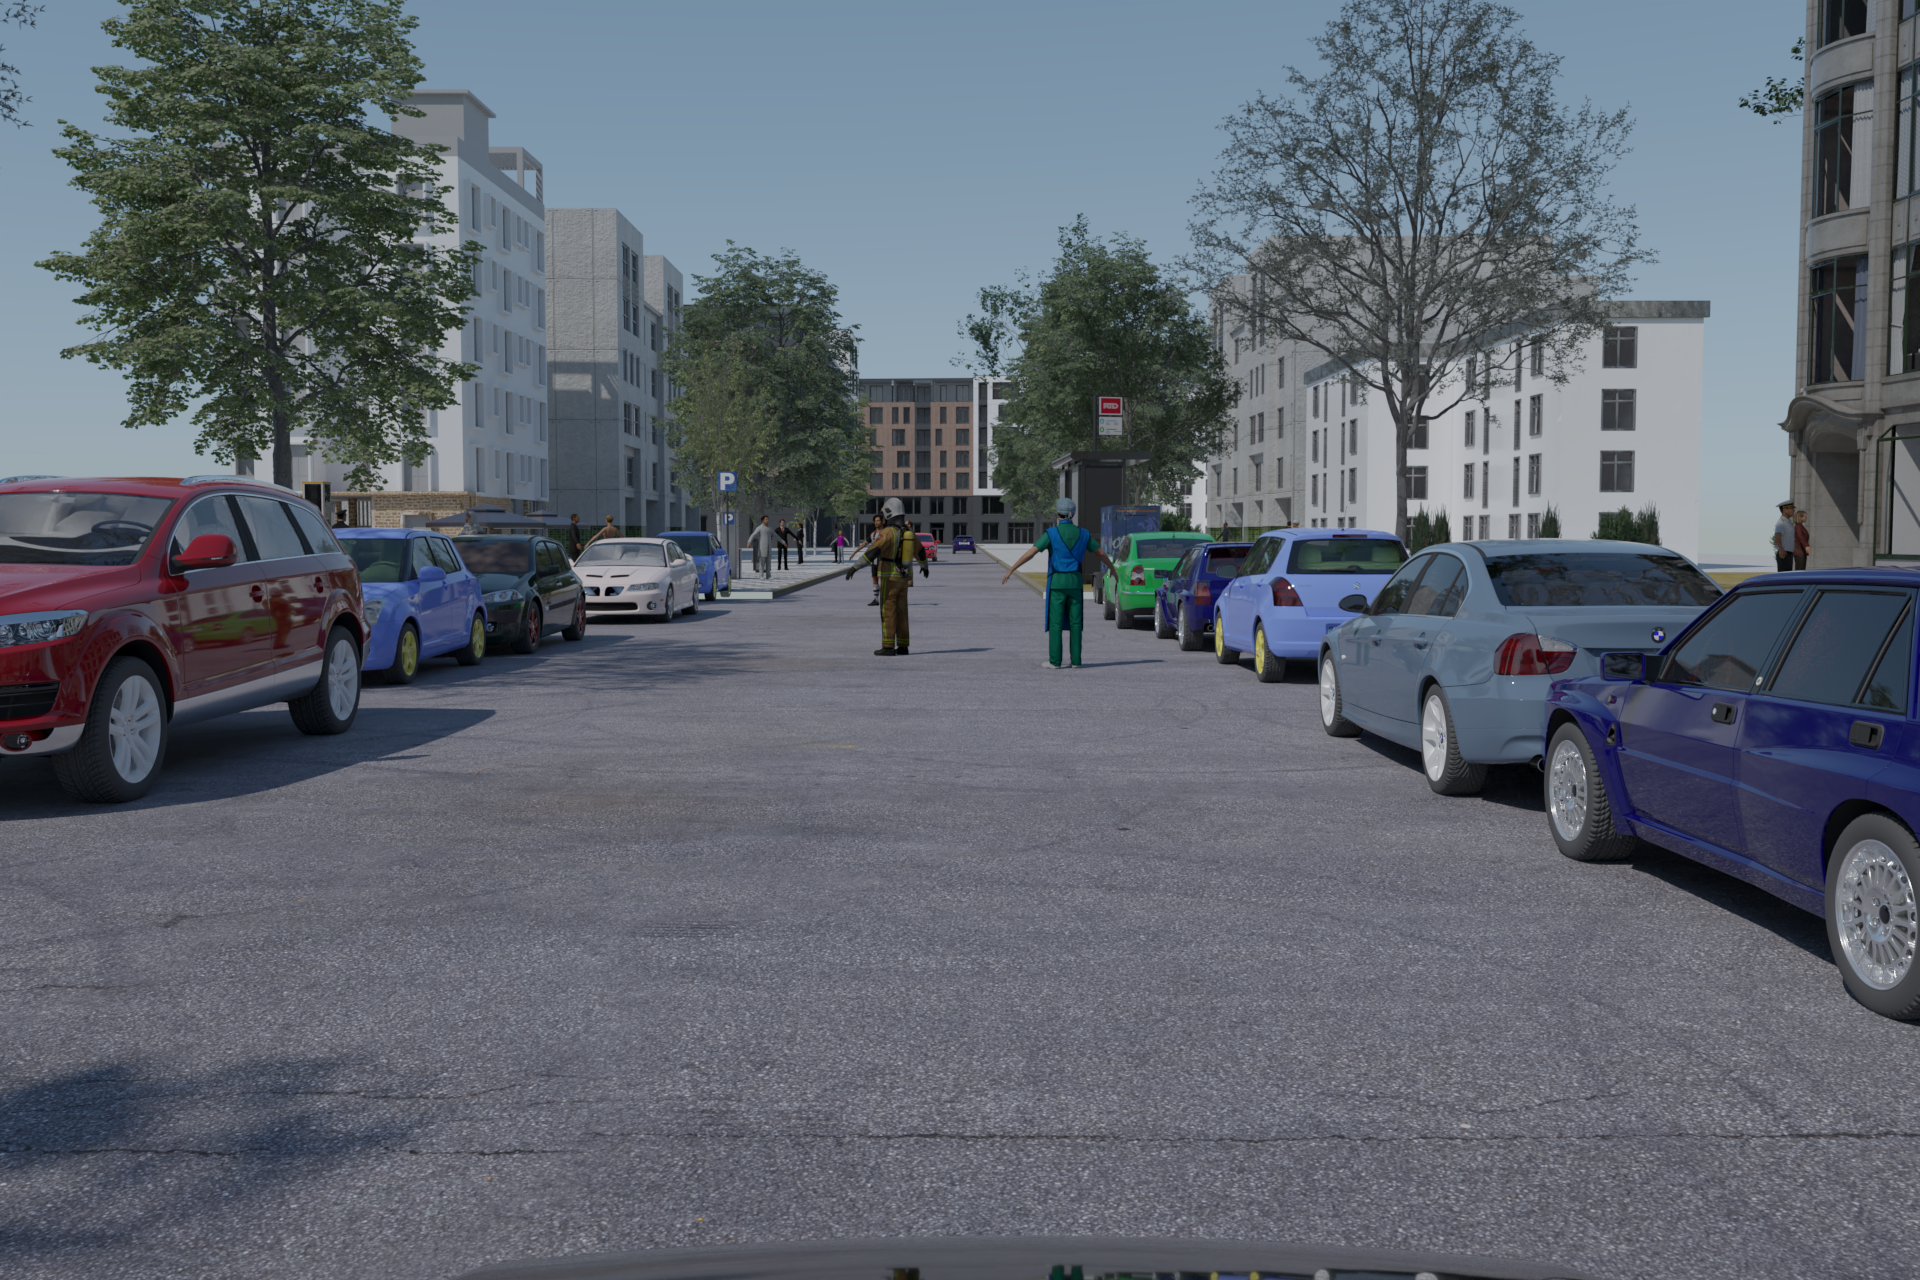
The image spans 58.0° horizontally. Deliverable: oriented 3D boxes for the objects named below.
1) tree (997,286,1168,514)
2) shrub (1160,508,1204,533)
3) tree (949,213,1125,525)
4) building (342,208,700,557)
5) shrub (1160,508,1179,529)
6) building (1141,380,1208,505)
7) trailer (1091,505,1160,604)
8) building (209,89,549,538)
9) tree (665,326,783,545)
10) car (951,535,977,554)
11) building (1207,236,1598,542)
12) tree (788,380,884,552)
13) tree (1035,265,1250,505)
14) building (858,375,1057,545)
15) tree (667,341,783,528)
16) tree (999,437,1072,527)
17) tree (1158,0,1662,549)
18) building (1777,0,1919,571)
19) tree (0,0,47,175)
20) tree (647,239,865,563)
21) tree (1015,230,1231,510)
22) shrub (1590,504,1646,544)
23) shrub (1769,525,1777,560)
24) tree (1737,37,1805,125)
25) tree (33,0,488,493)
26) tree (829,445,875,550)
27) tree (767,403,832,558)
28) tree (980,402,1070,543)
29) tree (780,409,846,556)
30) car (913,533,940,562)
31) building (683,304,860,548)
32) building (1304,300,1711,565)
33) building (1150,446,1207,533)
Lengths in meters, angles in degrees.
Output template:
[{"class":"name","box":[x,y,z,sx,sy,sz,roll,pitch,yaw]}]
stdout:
[{"class":"tree","box":[6.444,-10.991,86.366,9.857,13.997,8.962,0,3,0]},{"class":"shrub","box":[6.044,-2.692,48.431,1.690,2.028,1.600,0,3,0]},{"class":"tree","box":[5.711,-15.222,104.762,12.611,20.169,13.585,0,3,0]},{"class":"building","box":[-27.148,-14.895,109.992,16.747,18.905,31.486,0,4,-1]},{"class":"shrub","box":[6.134,-2.925,51.869,1.661,2.075,1.752,0,3,0]},{"class":"building","box":[24.168,-21.548,208.728,16.016,20.090,11.380,0,3,0]},{"class":"trailer","box":[3.502,-1.798,36.445,1.471,1.999,3.904,0,3,0]},{"class":"building","box":[-25.914,-13.379,75.173,16.016,20.090,11.380,0,4,0]},{"class":"tree","box":[-8.608,-6.803,61.595,4.360,8.622,3.978,0,3,0]},{"class":"car","box":[0.301,-6.923,125.772,1.945,1.354,3.894,0,4,0]},{"class":"building","box":[26.676,-14.982,111.413,16.747,18.905,31.486,0,4,0]},{"class":"tree","box":[-9.212,-12.624,124.528,7.486,12.596,7.792,0,3,0]},{"class":"tree","box":[6.324,-7.641,59.336,8.767,10.594,7.601,3,5,43]},{"class":"building","box":[0.616,-23.789,235.378,32.646,21.610,27.936,0,4,5]},{"class":"tree","box":[-9.101,-7.135,67.025,4.737,8.622,4.395,0,3,0]},{"class":"tree","box":[6.877,-11.717,125.979,8.767,10.594,7.601,-1,4,-23]},{"class":"tree","box":[9.409,-7.713,36.471,12.009,13.543,11.850,0,3,0]},{"class":"building","box":[25.451,-12.596,22.591,14.369,24.946,33.146,0,4,0]},{"class":"tree","box":[-11.751,-6.281,13.064,12.009,13.543,11.850,0,3,0]},{"class":"tree","box":[-8.806,-10.379,76.351,9.857,13.997,8.962,0,3,0]},{"class":"tree","box":[7.059,-10.176,73.036,9.857,13.997,8.962,0,3,0]},{"class":"shrub","box":[17.310,-2.527,45.362,1.661,2.075,1.752,0,3,0]},{"class":"shrub","box":[28.015,-3.274,57.957,1.690,2.028,1.600,0,3,0]},{"class":"tree","box":[27.841,-11.732,47.710,12.611,20.169,13.585,0,3,0]},{"class":"tree","box":[-12.659,-6.915,31.182,7.486,12.596,7.792,0,3,0]},{"class":"tree","box":[-8.436,-11.507,138.499,4.360,8.622,3.978,0,3,0]},{"class":"tree","box":[-8.219,-8.794,94.146,4.360,8.622,3.978,0,3,0]},{"class":"tree","box":[6.536,-14.537,144.329,9.857,13.997,8.962,0,3,0]},{"class":"tree","box":[-8.600,-9.271,101.943,4.737,8.622,4.395,0,3,0]},{"class":"car","box":[-2.100,-4.985,90.549,2.155,1.783,4.494,0,4,0]},{"class":"building","box":[-24.896,-19.973,170.538,27.936,21.610,32.646,0,4,1]},{"class":"building","box":[22.401,-8.212,76.411,9.099,9.664,28.070,0,4,0]},{"class":"building","box":[24.214,-13.789,167.598,9.099,9.664,28.070,0,4,0]}]
